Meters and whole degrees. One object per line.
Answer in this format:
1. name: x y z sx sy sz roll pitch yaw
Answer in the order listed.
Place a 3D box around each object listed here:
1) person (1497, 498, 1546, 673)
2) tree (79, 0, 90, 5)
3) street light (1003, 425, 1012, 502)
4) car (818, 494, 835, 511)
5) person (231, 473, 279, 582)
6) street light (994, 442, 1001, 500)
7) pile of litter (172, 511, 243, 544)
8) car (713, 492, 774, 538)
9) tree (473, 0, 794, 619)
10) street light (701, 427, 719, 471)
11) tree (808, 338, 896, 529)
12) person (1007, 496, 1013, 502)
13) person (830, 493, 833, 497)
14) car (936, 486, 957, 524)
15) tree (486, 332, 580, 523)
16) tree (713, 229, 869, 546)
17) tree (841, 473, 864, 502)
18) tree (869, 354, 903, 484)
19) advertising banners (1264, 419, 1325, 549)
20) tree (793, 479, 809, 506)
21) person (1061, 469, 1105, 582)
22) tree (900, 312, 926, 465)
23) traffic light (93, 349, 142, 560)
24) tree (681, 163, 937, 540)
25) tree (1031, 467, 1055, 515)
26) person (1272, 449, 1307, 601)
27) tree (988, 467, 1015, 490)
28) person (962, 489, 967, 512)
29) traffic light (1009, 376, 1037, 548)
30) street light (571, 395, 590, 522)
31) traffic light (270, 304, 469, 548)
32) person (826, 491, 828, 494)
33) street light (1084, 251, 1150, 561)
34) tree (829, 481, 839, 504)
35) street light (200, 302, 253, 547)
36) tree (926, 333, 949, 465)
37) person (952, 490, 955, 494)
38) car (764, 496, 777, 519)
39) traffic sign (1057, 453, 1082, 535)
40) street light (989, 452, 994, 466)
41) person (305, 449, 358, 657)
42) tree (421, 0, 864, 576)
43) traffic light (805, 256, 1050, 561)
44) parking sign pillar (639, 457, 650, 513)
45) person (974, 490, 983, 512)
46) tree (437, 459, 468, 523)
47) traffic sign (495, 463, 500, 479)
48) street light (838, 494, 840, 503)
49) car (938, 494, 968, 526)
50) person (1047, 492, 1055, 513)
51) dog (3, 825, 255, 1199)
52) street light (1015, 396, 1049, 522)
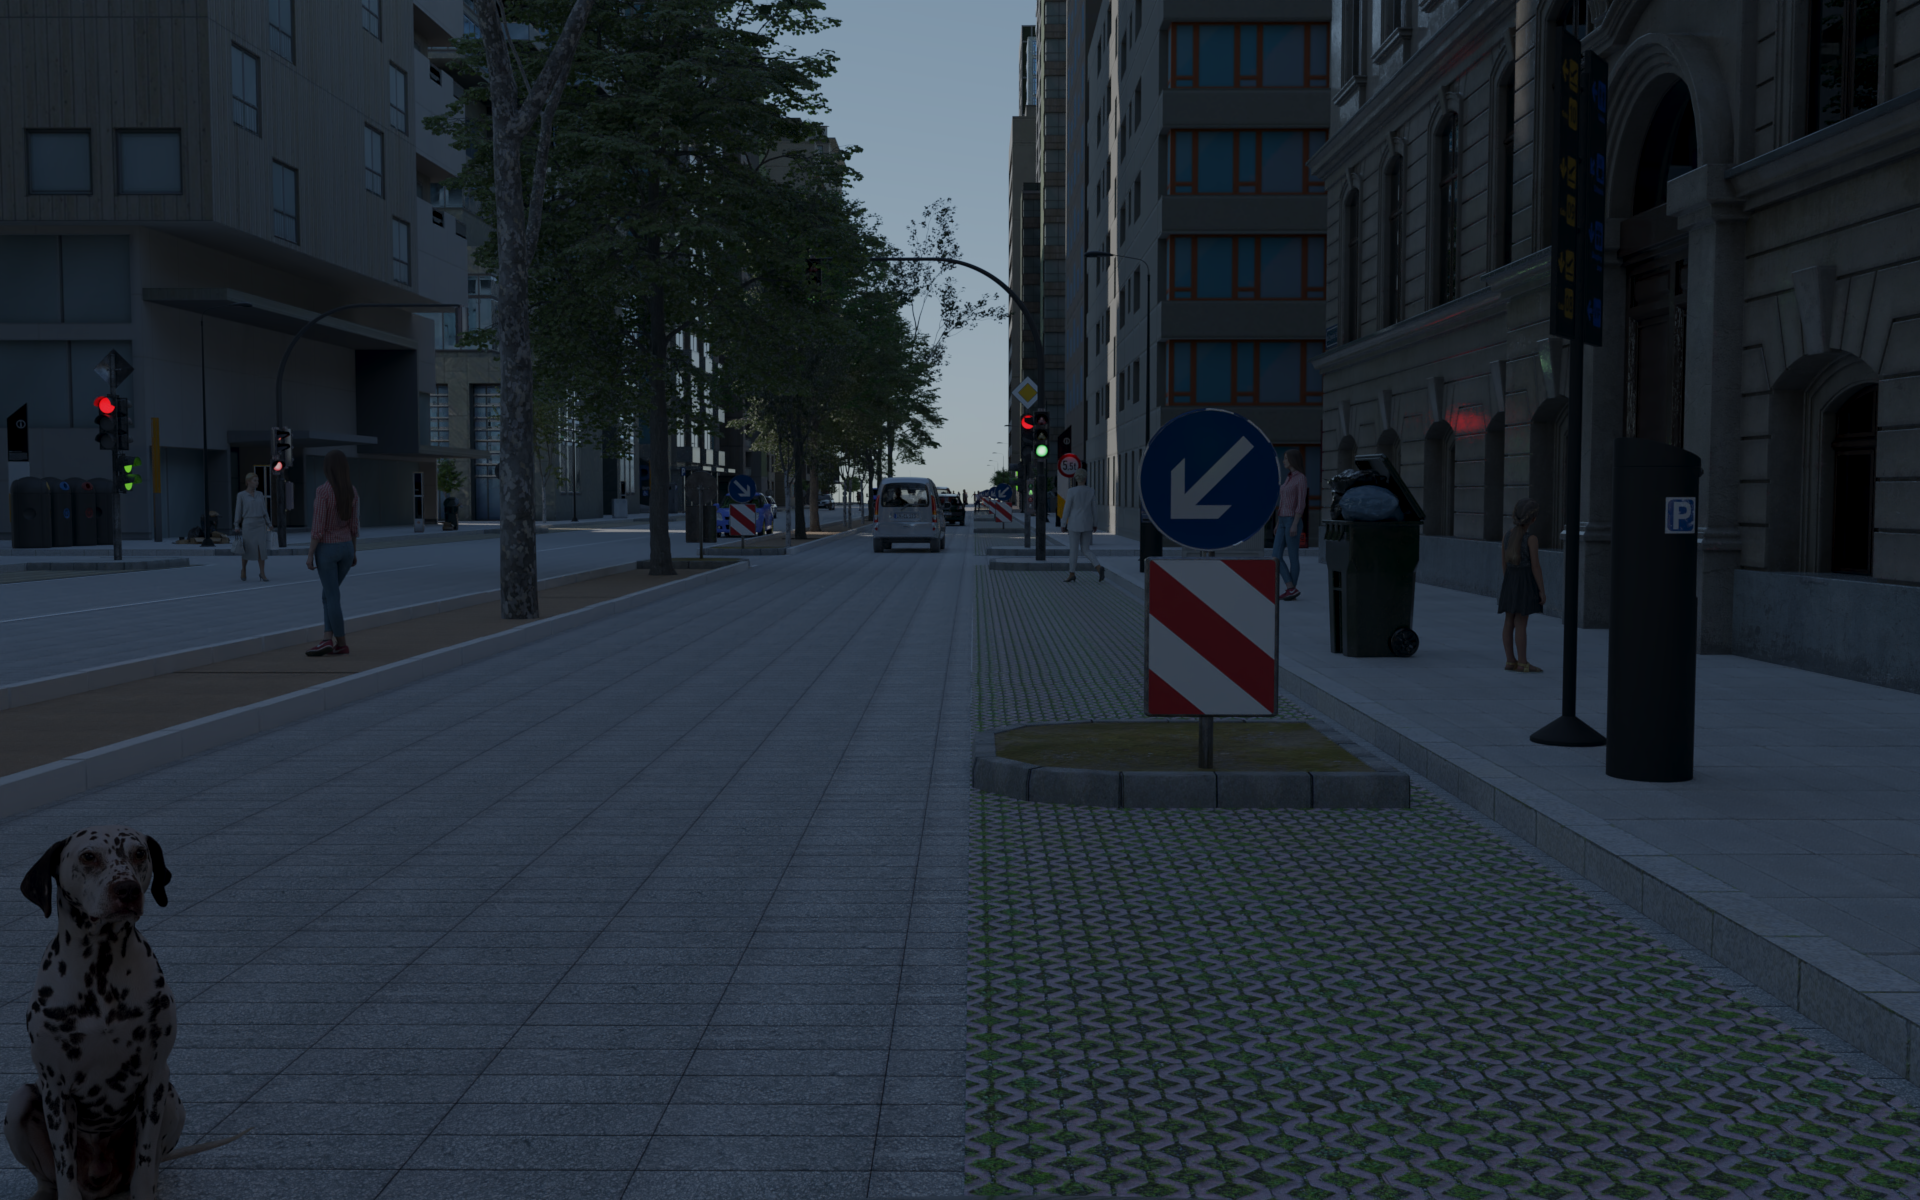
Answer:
1. person: 4.059 -0.109 12.494 0.373 1.253 0.362 -1 4 -21
2. tree: -5.567 -5.669 5.519 12.009 13.543 11.850 0 3 0
3. street light: 3.654 -8.785 116.168 1.470 5.913 1.316 0 4 0
4. car: -11.984 -8.693 151.917 2.009 1.686 4.222 0 4 2
5. person: -11.602 -1.199 28.462 0.694 1.780 0.624 -2 4 -33
6. street light: 3.987 -11.164 155.073 1.470 5.913 1.316 0 4 0
7. pile of litter: -19.395 -1.879 44.683 1.719 0.858 1.176 0 4 8
8. car: -7.273 -2.973 58.197 1.945 1.707 3.694 0 4 0
9. tree: -3.843 -9.789 18.396 12.611 20.169 13.585 0 3 0
10. street light: -17.153 -8.920 118.386 1.470 5.913 1.316 0 4 0
11. tree: -5.116 -7.557 76.376 4.737 8.622 4.395 0 3 0
12. person: 4.973 -10.687 180.778 1.348 1.823 0.705 3 4 37
13. person: -17.081 -13.749 231.644 0.742 1.727 0.445 3 5 42
14. car: -1.235 -4.612 84.081 2.281 1.827 5.304 0 4 -1
15. tree: -18.639 -7.741 76.920 4.737 8.622 4.395 0 3 0
16. tree: -4.672 -5.748 46.796 4.360 8.622 3.978 0 3 0
17. tree: -17.037 -17.880 276.046 4.285 4.588 4.351 0 3 0
18. tree: -4.614 -7.889 81.804 4.360 8.622 3.978 0 3 0
19. advertising banners: 7.940 -2.724 40.721 2.074 3.025 0.090 1 4 11
20. tree: -18.400 -12.605 200.689 1.663 3.219 1.824 0 3 0
21. person: 1.977 -1.186 27.776 0.514 1.842 0.818 -3 5 -43
22. tree: -5.376 -8.803 64.510 7.486 12.596 7.792 0 3 0
23. traffic light: -16.328 -2.727 33.502 0.839 4.253 0.868 0 4 0
24. tree: -5.114 -7.702 54.144 9.928 11.665 9.643 0 3 0
25. tree: 5.067 -7.007 109.168 1.663 3.219 1.824 0 3 0
26. person: 3.973 -0.911 20.946 0.388 1.821 0.555 -2 4 -25
27. tree: 4.950 -13.266 200.617 4.285 4.588 4.351 0 3 0
28. person: 0.363 -7.772 135.576 0.705 1.823 1.348 0 4 5
29. traffic light: 1.597 -3.207 41.360 0.839 4.253 0.868 0 4 0
30. street light: -17.377 -6.596 80.381 1.470 5.913 1.316 0 4 0
31. traffic light: -14.172 -4.088 41.506 4.771 5.953 1.251 0 4 0
32. person: -16.696 -13.000 219.320 0.721 1.743 1.217 0 4 3
33. street light: 3.066 -3.713 33.241 1.470 5.913 1.316 0 4 0
34. tree: -16.747 -14.394 229.949 1.663 3.219 1.824 0 3 0
35. street light: -17.813 -4.253 42.071 1.470 5.913 1.316 0 4 0
36. tree: -4.537 -10.931 99.299 7.486 12.596 7.792 0 3 0
37. person: -0.714 -10.901 186.748 1.348 1.821 0.705 3 5 42
38. car: -11.588 -5.359 100.203 1.945 1.354 3.894 0 4 0
39. traffic sign: 3.430 -3.312 54.264 0.768 2.556 0.104 0 4 6
40. street light: 4.293 -13.483 192.989 1.470 5.913 1.316 0 4 0
41. person: -5.504 -0.412 15.248 0.388 1.821 0.555 1 4 15
42. tree: -5.151 -6.670 29.647 7.486 12.596 7.792 0 3 0
43. traffic light: -0.560 -3.583 33.251 4.771 5.953 1.251 0 4 0
44. parking sign pillar: -21.115 -7.809 116.151 1.447 3.967 1.447 -1 4 -11
45. person: 1.394 -7.659 134.657 0.756 1.711 0.436 2 4 33
46. tree: -22.632 -5.022 76.710 1.663 3.219 1.824 0 3 0
47. traffic sign: -17.759 -4.122 67.507 0.768 2.556 0.104 0 4 1
48. street light: -16.147 -16.297 239.002 1.470 5.913 1.316 0 4 0
49. car: -0.628 -4.231 78.964 2.009 1.686 4.222 0 4 0
50. person: 6.017 -6.891 118.795 1.350 1.814 0.705 3 5 42
51. dog: -1.648 0.815 3.507 0.513 0.831 0.800 1 4 10
52. street light: 3.363 -6.466 78.253 1.470 5.913 1.316 0 4 0
